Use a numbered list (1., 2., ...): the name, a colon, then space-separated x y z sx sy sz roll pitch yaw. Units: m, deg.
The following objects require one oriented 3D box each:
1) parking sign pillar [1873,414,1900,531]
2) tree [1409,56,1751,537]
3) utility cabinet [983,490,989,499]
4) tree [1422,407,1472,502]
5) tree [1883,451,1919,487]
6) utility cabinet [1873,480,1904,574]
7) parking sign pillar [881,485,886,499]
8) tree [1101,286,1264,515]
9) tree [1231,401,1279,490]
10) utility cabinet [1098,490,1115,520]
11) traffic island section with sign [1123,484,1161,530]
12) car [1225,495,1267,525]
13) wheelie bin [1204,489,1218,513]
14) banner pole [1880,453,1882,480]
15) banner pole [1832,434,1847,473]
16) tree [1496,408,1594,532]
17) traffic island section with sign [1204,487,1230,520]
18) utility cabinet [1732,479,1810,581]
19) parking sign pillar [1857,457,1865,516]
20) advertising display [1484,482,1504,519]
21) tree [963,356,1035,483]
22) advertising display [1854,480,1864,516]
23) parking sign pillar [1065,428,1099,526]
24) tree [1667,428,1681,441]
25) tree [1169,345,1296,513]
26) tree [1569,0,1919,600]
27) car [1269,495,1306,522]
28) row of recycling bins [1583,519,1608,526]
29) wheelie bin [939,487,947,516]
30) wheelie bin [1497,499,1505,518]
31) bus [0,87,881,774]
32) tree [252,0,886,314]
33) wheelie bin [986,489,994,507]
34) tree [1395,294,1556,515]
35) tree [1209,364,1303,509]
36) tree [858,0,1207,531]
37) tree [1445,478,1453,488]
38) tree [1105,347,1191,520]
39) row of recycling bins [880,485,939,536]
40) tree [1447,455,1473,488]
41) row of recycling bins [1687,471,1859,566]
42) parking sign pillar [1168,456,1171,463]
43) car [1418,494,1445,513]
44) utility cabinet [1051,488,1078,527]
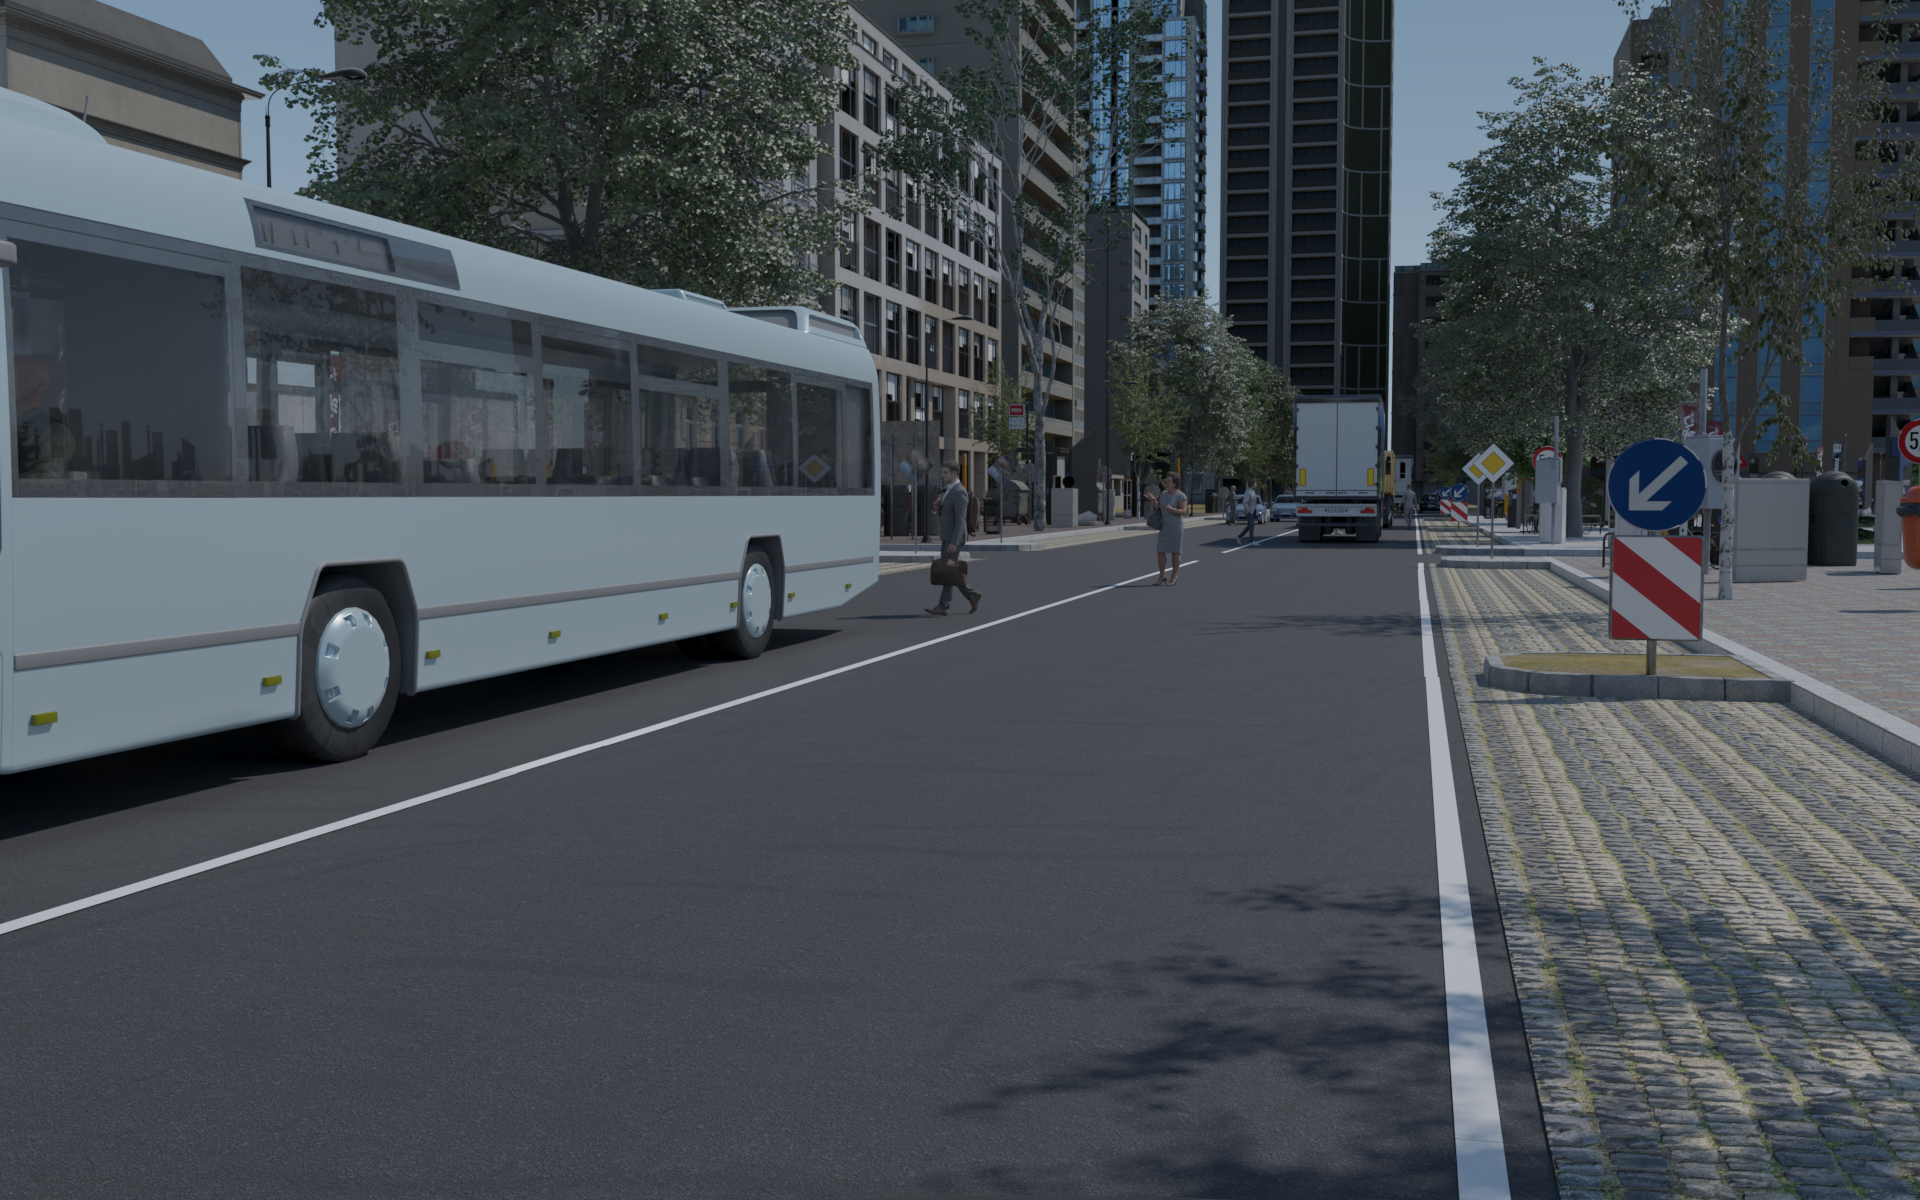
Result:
1. parking sign pillar: 31.995 -4.317 59.057 1.447 3.967 1.447 -3 5 -42
2. tree: 18.391 -8.848 51.328 9.857 13.997 8.962 0 3 0
3. utility cabinet: 1.980 -5.971 106.311 1.173 1.500 0.318 0 4 -2
4. tree: 51.172 -15.882 177.789 7.486 12.596 7.792 0 3 0
5. tree: 43.557 -5.762 77.919 4.285 4.588 4.351 0 3 0
6. utility cabinet: 15.025 -1.182 28.007 0.318 1.500 1.173 1 4 23
7. parking sign pillar: -3.051 -5.391 76.608 1.447 3.967 1.447 2 4 35
8. tree: 13.595 -12.171 105.649 9.857 13.997 8.962 0 3 0
9. tree: 22.570 -11.294 135.026 4.737 8.622 4.395 0 3 0
10. utility cabinet: 6.949 -4.636 84.477 1.173 1.500 0.318 1 4 16
11. traffic island section with sign: 7.620 -3.675 68.713 1.989 1.847 2.006 1 4 15
12. car: 13.757 -4.349 83.111 2.014 1.417 4.499 1 4 13
13. wheelie bin: 16.772 -6.612 116.006 0.980 1.594 0.693 1 4 21
14. banner pole: 56.012 -7.060 105.449 0.401 3.779 0.863 2 4 29
15. banner pole: 36.746 -5.037 72.368 0.863 3.779 0.401 -1 4 -17
16. tree: 19.723 -4.584 58.667 4.285 4.588 4.351 0 3 0
17. traffic island section with sign: 14.454 -5.270 94.791 1.989 1.847 2.006 1 4 15
18. utility cabinet: 11.757 -1.015 25.279 1.173 1.500 0.318 -1 4 -12
19. parking sign pillar: 47.985 -6.324 91.866 1.447 3.967 1.447 3 5 42
20. advertising display: 27.690 -5.174 89.809 0.974 1.923 0.123 0 4 2
21. tree: 2.427 -8.639 91.611 4.737 8.622 4.395 0 3 0
22. advertising display: 40.376 -4.469 78.277 0.974 1.923 0.123 -1 4 -15
23. parking sign pillar: 4.909 -4.997 70.174 1.447 3.967 1.447 -2 4 -33
24. tree: 34.917 -6.208 85.212 4.285 4.588 4.351 0 3 0
25. tree: 17.756 -11.764 118.098 9.928 11.665 9.643 0 3 0
26. tree: 9.496 -4.300 20.667 4.360 8.622 3.978 0 3 0
27. car: 17.213 -4.796 90.412 2.014 1.417 4.499 1 4 16
28. row of recycling bins: 25.516 -3.928 71.341 1.069 1.692 3.534 -3 4 -36
29. wheelie bin: -1.077 -5.375 95.789 0.693 1.594 0.980 -1 4 -13
30. wheelie bin: 29.026 -5.184 92.666 0.980 1.594 0.693 0 4 -4
31. bus: -3.719 -1.062 12.222 2.948 3.499 13.247 1 4 14
32. tree: -6.088 -7.455 28.547 9.857 13.997 8.962 0 3 0
33. wheelie bin: 1.894 -5.587 99.250 0.980 1.594 0.693 3 5 43
34. tree: 31.523 -11.879 104.597 12.009 13.543 11.850 0 3 0
35. tree: 26.440 -14.274 150.387 9.611 12.733 9.660 0 3 0
36. tree: 1.350 -12.433 59.168 12.611 20.169 13.585 0 3 0
37. tree: 52.806 -11.678 185.542 1.663 3.219 1.824 0 3 0
38. tree: 9.009 -8.291 85.927 4.737 8.622 4.395 0 3 0
39. row of recycling bins: -2.355 -2.795 52.811 3.534 1.692 1.069 -1 4 -17
40. tree: 46.068 -12.768 159.123 4.737 8.622 4.395 0 3 0
41. row of recycling bins: 14.390 -1.498 31.599 3.534 1.692 1.069 1 4 20
42. parking sign pillar: 13.491 -7.643 113.440 1.447 3.967 1.447 1 4 19
43. car: 35.512 -7.382 130.489 2.009 1.686 4.222 1 4 15
44. utility cabinet: 4.017 -3.530 66.387 0.318 1.500 1.173 -3 5 -41
